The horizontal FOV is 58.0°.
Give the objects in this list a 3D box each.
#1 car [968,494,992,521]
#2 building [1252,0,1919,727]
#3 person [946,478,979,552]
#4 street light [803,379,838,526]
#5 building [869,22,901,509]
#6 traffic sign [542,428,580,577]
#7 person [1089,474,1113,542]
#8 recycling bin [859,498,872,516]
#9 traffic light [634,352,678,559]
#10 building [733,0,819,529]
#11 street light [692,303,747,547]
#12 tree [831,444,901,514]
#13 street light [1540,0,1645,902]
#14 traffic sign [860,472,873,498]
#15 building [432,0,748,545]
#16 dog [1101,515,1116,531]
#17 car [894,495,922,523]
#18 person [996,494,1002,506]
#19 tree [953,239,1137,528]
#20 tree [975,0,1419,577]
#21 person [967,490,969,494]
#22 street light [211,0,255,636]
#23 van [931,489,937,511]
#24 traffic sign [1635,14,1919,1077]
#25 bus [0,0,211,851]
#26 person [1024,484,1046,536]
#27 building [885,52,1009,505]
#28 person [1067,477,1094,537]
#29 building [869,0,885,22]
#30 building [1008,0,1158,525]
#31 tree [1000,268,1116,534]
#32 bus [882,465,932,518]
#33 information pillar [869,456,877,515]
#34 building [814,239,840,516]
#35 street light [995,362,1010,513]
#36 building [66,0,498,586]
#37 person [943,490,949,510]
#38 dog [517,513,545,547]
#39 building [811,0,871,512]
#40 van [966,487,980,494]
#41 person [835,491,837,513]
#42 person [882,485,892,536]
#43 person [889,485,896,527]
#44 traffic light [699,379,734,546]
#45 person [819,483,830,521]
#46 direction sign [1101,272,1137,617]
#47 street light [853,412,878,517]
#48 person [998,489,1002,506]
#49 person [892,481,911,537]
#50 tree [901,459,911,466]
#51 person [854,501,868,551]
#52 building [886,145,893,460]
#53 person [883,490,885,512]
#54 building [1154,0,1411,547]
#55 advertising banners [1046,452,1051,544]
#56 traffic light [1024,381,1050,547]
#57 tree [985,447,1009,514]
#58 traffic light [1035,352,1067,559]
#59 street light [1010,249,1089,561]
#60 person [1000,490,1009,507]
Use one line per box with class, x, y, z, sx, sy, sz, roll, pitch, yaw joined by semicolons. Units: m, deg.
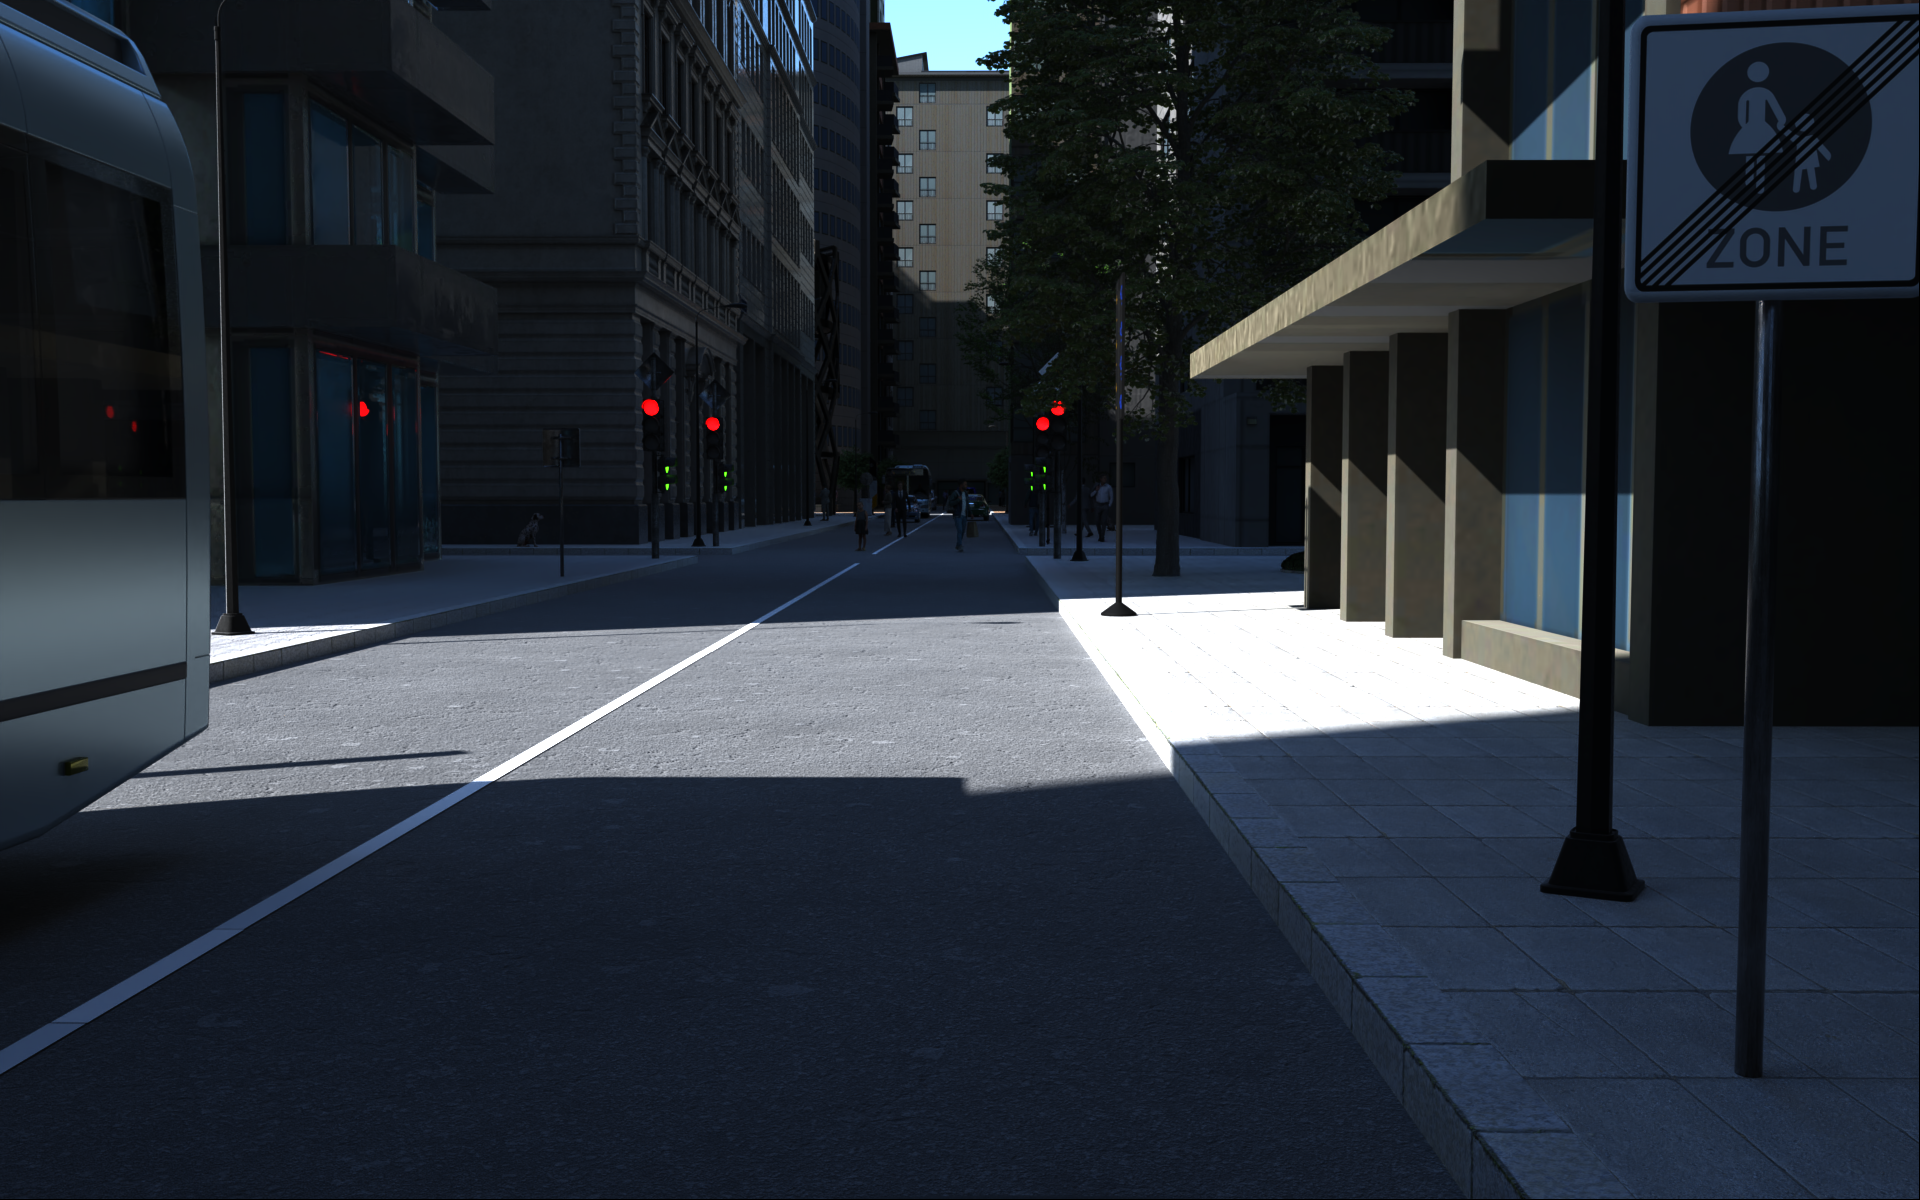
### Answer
car;0.657;-5.041;94.212;2.131;1.459;4.920;0;4;2
building;13.397;-21.470;5.659;22.147;44.769;28.867;0;4;1
person;0.069;-2.096;42.759;0.794;1.824;0.713;-2;4;-28
street light;-5.647;-5.971;70.168;1.470;5.913;1.316;0;4;1
building;-16.879;-30.892;159.708;22.147;44.769;28.867;0;4;1
traffic sign;-6.183;-1.513;26.866;0.606;2.300;0.079;1;4;10
person;3.803;-2.485;46.765;0.679;1.850;0.850;1;4;12
recycling bin;-5.512;-5.427;101.280;0.722;1.027;0.722;0;4;0
traffic light;-6.047;-2.780;34.369;0.839;4.253;0.868;0;4;1
building;-13.311;-18.370;77.842;11.434;29.767;29.804;0;4;1
street light;-5.864;-4.263;42.244;1.470;5.913;1.316;0;4;1
tree;-6.997;-7.955;113.772;4.285;4.588;4.351;0;3;0
street light;1.513;-2.013;5.456;1.470;5.913;1.316;0;4;1
traffic sign;-5.511;-6.237;102.081;0.768;2.556;0.104;0;4;1
building;-12.839;-13.676;52.483;11.050;23.489;19.941;0;4;1
dog;5.204;-2.793;60.038;0.800;0.831;0.513;2;4;32
car;-2.901;-4.655;88.111;2.014;1.417;4.499;0;4;0
person;4.425;-11.330;192.003;1.217;1.736;0.721;-2;4;-34
tree;3.290;-8.596;66.300;9.928;11.665;9.643;0;3;0
tree;3.584;-6.660;27.020;7.486;12.596;7.792;0;3;0
person;0.668;-8.393;146.249;1.217;1.766;0.721;1;4;18
street light;-6.114;-2.638;15.665;1.470;5.913;1.316;0;4;1
van;-2.954;-8.869;152.019;2.013;2.044;4.112;0;4;2
traffic sign;1.742;-0.100;3.759;0.606;2.300;0.079;1;4;10
bus;-4.277;-0.329;0.233;2.948;3.499;13.247;0;4;0
person;2.325;-2.859;53.128;0.623;1.781;0.721;-1;4;-17
building;4.199;-38.317;215.725;27.495;52.752;28.713;0;4;1
person;3.681;-2.776;51.710;0.850;1.792;0.678;3;5;44
building;-19.903;-47.289;211.432;20.611;71.187;20.563;0;4;1
building;9.195;-24.097;77.577;14.154;41.232;14.086;0;4;1
tree;3.359;-6.454;55.882;4.360;8.622;3.978;0;3;0
bus;-3.118;-6.846;106.784;2.948;3.499;13.247;0;4;0
information pillar;-5.350;-7.054;106.685;0.504;3.616;0.183;1;4;16
building;-15.621;-14.349;102.052;16.820;18.784;16.811;0;4;1
street light;2.058;-5.412;61.025;1.470;5.913;1.316;0;4;1
building;-22.992;-24.677;23.074;30.456;49.044;23.786;0;4;1
person;-1.220;-9.053;156.378;0.709;1.838;0.599;-3;4;-36
dog;-10.598;-1.706;42.279;0.800;0.831;0.513;2;4;32
building;-18.167;-36.013;130.813;21.231;58.520;28.212;0;4;1
van;0.679;-9.670;162.489;2.240;2.365;5.245;0;4;2
person;-8.534;-6.772;116.773;0.555;1.821;0.388;1;4;9
person;-2.535;-3.118;60.022;0.362;1.759;0.519;0;4;-7
person;-2.948;-4.026;74.504;0.419;1.800;0.721;2;4;33
traffic light;-5.970;-3.268;42.354;0.839;4.253;0.868;0;4;1
person;-6.530;-4.705;83.152;0.466;1.800;0.511;2;4;31
direction sign;1.678;-1.603;18.206;0.379;3.537;0.876;0;4;1
street light;-5.331;-7.658;97.751;1.470;5.913;1.316;0;4;1
person;4.266;-10.764;182.019;0.705;1.826;1.348;-1;4;-17
person;-1.942;-3.019;57.642;0.659;1.850;0.755;0;4;-5
tree;-5.527;-9.568;140.146;4.285;4.588;4.351;0;3;0
person;-2.474;-1.851;43.427;0.362;1.253;0.373;2;4;32
building;-14.304;-30.723;185.910;14.086;41.232;14.154;0;4;1
person;-5.256;-7.276;125.461;0.568;1.767;0.683;0;4;5
building;17.045;-37.399;49.726;20.611;71.187;20.563;0;4;1
advertising banners;2.307;-2.983;44.964;0.090;3.025;2.074;0;4;4
traffic light;1.991;-3.264;42.293;0.839;4.253;0.868;0;4;1
tree;3.311;-7.863;112.279;4.285;4.588;4.351;0;3;0
traffic light;1.914;-2.776;34.308;0.839;4.253;0.868;0;4;1
street light;1.747;-3.700;33.039;1.470;5.913;1.316;0;4;1
person;4.362;-10.092;171.766;1.217;1.735;0.721;-3;5;-43
